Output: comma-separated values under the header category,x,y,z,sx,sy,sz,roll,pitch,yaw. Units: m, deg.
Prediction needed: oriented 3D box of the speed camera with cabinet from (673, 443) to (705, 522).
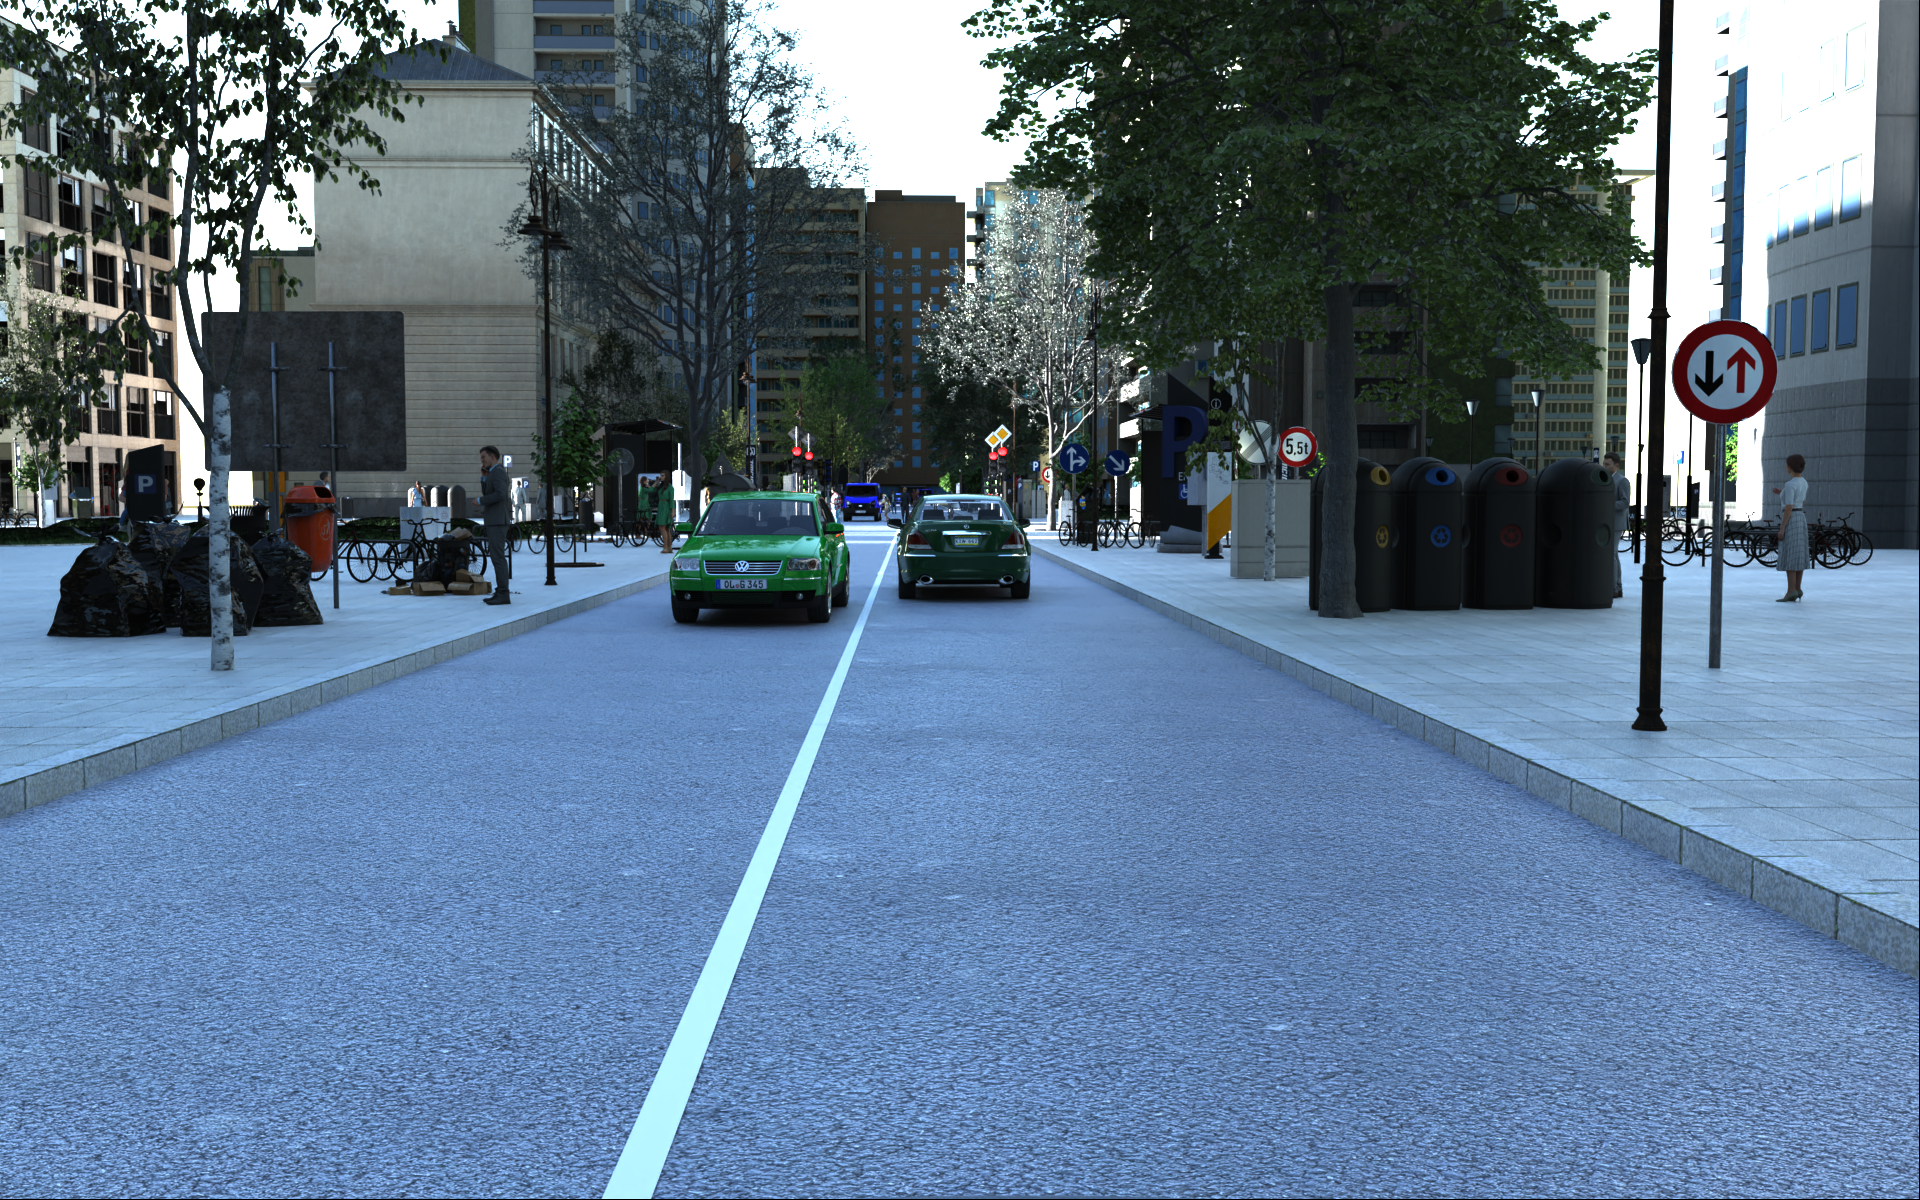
category,x,y,z,sx,sy,sz,roll,pitch,yaw
speed camera with cabinet,-10.291,-4.474,67.486,2.038,3.252,0.660,3,4,38

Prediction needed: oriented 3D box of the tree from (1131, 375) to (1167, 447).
category,x,y,z,sx,sy,sz,roll,pitch,yaw
tree,12.187,-9.540,106.346,4.360,8.622,3.978,0,3,0

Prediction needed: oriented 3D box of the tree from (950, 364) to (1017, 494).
category,x,y,z,sx,sy,sz,roll,pitch,yaw
tree,1.432,-8.972,97.056,4.360,8.622,3.978,0,3,0

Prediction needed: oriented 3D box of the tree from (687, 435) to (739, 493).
category,x,y,z,sx,sy,sz,roll,pitch,yaw
tree,-8.232,-3.824,57.122,1.663,3.219,1.824,0,3,0

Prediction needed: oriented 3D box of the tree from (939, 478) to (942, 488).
category,x,y,z,sx,sy,sz,roll,pitch,yaw
tree,0.373,-10.903,161.972,4.285,4.588,4.351,0,3,0

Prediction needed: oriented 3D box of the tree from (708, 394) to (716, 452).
category,x,y,z,sx,sy,sz,roll,pitch,yaw
tree,-17.066,-9.371,103.585,4.360,8.622,3.978,0,3,0

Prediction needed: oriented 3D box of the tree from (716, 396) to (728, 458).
category,x,y,z,sx,sy,sz,roll,pitch,yaw
tree,-17.497,-9.741,109.625,4.360,8.622,3.978,0,3,0

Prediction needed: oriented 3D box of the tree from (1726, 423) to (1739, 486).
category,x,y,z,sx,sy,sz,roll,pitch,yaw
tree,29.124,-4.829,62.661,4.285,4.588,4.351,0,3,0

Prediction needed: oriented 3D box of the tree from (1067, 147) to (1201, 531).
category,x,y,z,sx,sy,sz,roll,pitch,yaw
tree,3.349,-9.166,60.230,12.009,13.543,11.850,0,3,0

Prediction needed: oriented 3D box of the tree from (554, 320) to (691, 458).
category,x,y,z,sx,sy,sz,roll,pitch,yaw
tree,-17.920,-9.715,93.259,7.601,10.594,8.767,0,4,5

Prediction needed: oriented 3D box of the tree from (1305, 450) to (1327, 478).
category,x,y,z,sx,sy,sz,roll,pitch,yaw
tree,14.248,-4.368,66.023,1.663,3.219,1.824,0,3,0

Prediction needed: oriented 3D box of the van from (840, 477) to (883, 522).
category,x,y,z,sx,sy,sz,roll,pitch,yaw
van,-5.162,-5.360,92.016,2.240,2.365,5.245,0,4,0

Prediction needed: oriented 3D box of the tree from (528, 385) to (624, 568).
category,x,y,z,sx,sy,sz,roll,pitch,yaw
tree,-6.735,-2.211,30.745,1.663,3.219,1.824,0,3,0

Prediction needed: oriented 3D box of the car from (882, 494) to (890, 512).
category,x,y,z,sx,sy,sz,roll,pitch,yaw
car,-6.433,-7.794,137.660,2.015,1.641,3.980,0,4,-1

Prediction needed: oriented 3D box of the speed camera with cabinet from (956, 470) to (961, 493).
category,x,y,z,sx,sy,sz,roll,pitch,yaw
speed camera with cabinet,0.743,-9.166,144.198,2.038,3.252,0.660,1,4,16

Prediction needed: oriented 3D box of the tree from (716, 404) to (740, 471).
category,x,y,z,sx,sy,sz,roll,pitch,yaw
tree,-18.546,-11.765,142.724,4.737,8.622,4.395,0,3,0

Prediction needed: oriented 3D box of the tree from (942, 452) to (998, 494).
category,x,y,z,sx,sy,sz,roll,pitch,yaw
tree,1.348,-8.022,114.873,4.285,4.588,4.351,0,3,0

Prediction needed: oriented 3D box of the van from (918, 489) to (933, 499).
category,x,y,z,sx,sy,sz,roll,pitch,yaw
van,-4.264,-12.697,211.972,2.240,2.365,5.245,0,4,-2

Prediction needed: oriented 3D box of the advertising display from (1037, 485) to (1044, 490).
category,x,y,z,sx,sy,sz,roll,pitch,yaw
advertising display,5.418,-6.873,117.579,0.123,1.923,0.974,2,4,29

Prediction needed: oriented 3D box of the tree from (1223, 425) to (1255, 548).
category,x,y,z,sx,sy,sz,roll,pitch,yaw
tree,6.316,-2.875,41.611,1.663,3.219,1.824,0,3,0

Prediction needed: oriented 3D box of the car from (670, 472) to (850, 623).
category,x,y,z,sx,sy,sz,roll,pitch,yaw
car,-2.317,-0.730,20.724,1.959,1.807,4.718,0,4,0

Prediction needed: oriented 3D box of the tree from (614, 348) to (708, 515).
category,x,y,z,sx,sy,sz,roll,pitch,yaw
tree,-14.916,-8.300,86.060,4.360,8.622,3.978,0,3,0

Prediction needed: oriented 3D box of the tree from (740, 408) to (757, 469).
category,x,y,z,sx,sy,sz,roll,pitch,yaw
tree,-17.520,-10.880,128.245,4.360,8.622,3.978,0,3,0

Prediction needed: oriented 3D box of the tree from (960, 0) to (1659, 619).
category,x,y,z,sx,sy,sz,roll,pitch,yaw
tree,3.539,-6.089,17.680,7.486,12.596,7.792,0,3,0

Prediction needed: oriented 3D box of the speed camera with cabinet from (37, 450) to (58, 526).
category,x,y,z,sx,sy,sz,roll,pitch,yaw
speed camera with cabinet,-36.125,-4.537,68.520,0.660,3.252,2.038,-2,4,-32

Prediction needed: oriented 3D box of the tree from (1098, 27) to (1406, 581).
category,x,y,z,sx,sy,sz,roll,pitch,yaw
tree,4.387,-4.594,25.480,4.737,8.622,4.395,0,3,0

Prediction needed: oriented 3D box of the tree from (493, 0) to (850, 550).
category,x,y,z,sx,sy,sz,roll,pitch,yaw
tree,-5.992,-7.899,39.524,12.009,13.543,11.850,0,3,0

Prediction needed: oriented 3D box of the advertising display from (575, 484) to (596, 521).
category,x,y,z,sx,sy,sz,roll,pitch,yaw
advertising display,-14.110,-3.658,65.024,0.974,1.923,0.123,2,4,26

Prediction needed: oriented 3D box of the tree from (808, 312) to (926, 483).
category,x,y,z,sx,sy,sz,roll,pitch,yaw
tree,-9.057,-19.790,179.462,12.611,20.169,13.585,0,3,0

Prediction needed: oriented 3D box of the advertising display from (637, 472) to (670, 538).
category,x,y,z,sx,sy,sz,roll,pitch,yaw
advertising display,-8.987,-2.789,50.807,0.974,1.923,0.123,-1,4,-12

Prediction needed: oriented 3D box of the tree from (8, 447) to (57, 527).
category,x,y,z,sx,sy,sz,roll,pitch,yaw
tree,-34.753,-4.304,64.967,1.663,3.219,1.824,0,3,0

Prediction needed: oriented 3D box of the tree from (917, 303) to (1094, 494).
category,x,y,z,sx,sy,sz,roll,pitch,yaw
tree,2.079,-9.165,84.255,8.767,10.594,7.601,-1,4,-19

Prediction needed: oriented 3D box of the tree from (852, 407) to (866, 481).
category,x,y,z,sx,sy,sz,roll,pitch,yaw
tree,-8.621,-10.121,115.849,4.737,8.622,4.395,0,3,0

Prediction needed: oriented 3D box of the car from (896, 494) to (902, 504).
category,x,y,z,sx,sy,sz,roll,pitch,yaw
car,-7.476,-12.450,213.147,1.945,1.707,3.694,0,4,0

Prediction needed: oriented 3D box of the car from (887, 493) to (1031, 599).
category,x,y,z,sx,sy,sz,roll,pitch,yaw
car,0.004,-0.816,25.146,2.131,1.459,4.920,0,4,-2

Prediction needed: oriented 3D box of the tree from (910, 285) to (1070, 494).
category,x,y,z,sx,sy,sz,roll,pitch,yaw
tree,1.655,-12.171,105.657,9.857,13.997,8.962,0,3,0

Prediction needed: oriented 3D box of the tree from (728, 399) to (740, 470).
category,x,y,z,sx,sy,sz,roll,pitch,yaw
tree,-18.400,-10.383,120.121,4.360,8.622,3.978,0,3,0

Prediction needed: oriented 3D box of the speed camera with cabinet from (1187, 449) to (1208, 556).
category,x,y,z,sx,sy,sz,roll,pitch,yaw
speed camera with cabinet,5.775,-2.551,36.051,2.038,3.252,0.660,-1,4,-18

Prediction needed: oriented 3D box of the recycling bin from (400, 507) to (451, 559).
category,x,y,z,sx,sy,sz,roll,pitch,yaw
recycling bin,-10.726,-1.358,34.757,0.722,1.027,0.722,2,4,35

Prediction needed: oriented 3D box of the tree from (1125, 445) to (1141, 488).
category,x,y,z,sx,sy,sz,roll,pitch,yaw
tree,11.230,-7.106,99.899,4.285,4.588,4.351,0,3,0

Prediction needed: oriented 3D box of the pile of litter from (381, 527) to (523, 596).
category,x,y,z,sx,sy,sz,roll,pitch,yaw
pile of litter,-6.543,-0.504,22.208,1.719,0.858,1.176,1,4,20

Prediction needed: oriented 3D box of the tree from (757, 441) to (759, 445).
category,x,y,z,sx,sy,sz,roll,pitch,yaw
tree,-19.123,-12.094,148.102,4.360,8.622,3.978,0,3,0

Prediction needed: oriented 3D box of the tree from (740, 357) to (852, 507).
category,x,y,z,sx,sy,sz,roll,pitch,yaw
tree,-8.823,-8.780,93.913,4.737,8.622,4.395,0,3,0

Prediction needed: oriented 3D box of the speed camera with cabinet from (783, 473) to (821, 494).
category,x,y,z,sx,sy,sz,roll,pitch,yaw
speed camera with cabinet,-7.445,-5.345,81.723,0.660,3.252,2.038,3,4,38

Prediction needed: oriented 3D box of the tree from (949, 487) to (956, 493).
category,x,y,z,sx,sy,sz,roll,pitch,yaw
tree,-0.383,-11.592,184.130,1.663,3.219,1.824,0,3,0

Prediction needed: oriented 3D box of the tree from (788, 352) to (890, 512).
category,x,y,z,sx,sy,sz,roll,pitch,yaw
tree,-9.050,-12.319,127.167,9.928,11.665,9.643,0,3,0

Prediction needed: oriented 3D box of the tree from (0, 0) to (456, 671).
category,x,y,z,sx,sy,sz,roll,pitch,yaw
tree,-5.477,-3.807,12.602,4.360,8.622,3.978,0,3,0

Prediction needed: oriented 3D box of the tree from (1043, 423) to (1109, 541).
category,x,y,z,sx,sy,sz,roll,pitch,yaw
tree,3.368,-3.235,47.495,1.663,3.219,1.824,0,3,0
